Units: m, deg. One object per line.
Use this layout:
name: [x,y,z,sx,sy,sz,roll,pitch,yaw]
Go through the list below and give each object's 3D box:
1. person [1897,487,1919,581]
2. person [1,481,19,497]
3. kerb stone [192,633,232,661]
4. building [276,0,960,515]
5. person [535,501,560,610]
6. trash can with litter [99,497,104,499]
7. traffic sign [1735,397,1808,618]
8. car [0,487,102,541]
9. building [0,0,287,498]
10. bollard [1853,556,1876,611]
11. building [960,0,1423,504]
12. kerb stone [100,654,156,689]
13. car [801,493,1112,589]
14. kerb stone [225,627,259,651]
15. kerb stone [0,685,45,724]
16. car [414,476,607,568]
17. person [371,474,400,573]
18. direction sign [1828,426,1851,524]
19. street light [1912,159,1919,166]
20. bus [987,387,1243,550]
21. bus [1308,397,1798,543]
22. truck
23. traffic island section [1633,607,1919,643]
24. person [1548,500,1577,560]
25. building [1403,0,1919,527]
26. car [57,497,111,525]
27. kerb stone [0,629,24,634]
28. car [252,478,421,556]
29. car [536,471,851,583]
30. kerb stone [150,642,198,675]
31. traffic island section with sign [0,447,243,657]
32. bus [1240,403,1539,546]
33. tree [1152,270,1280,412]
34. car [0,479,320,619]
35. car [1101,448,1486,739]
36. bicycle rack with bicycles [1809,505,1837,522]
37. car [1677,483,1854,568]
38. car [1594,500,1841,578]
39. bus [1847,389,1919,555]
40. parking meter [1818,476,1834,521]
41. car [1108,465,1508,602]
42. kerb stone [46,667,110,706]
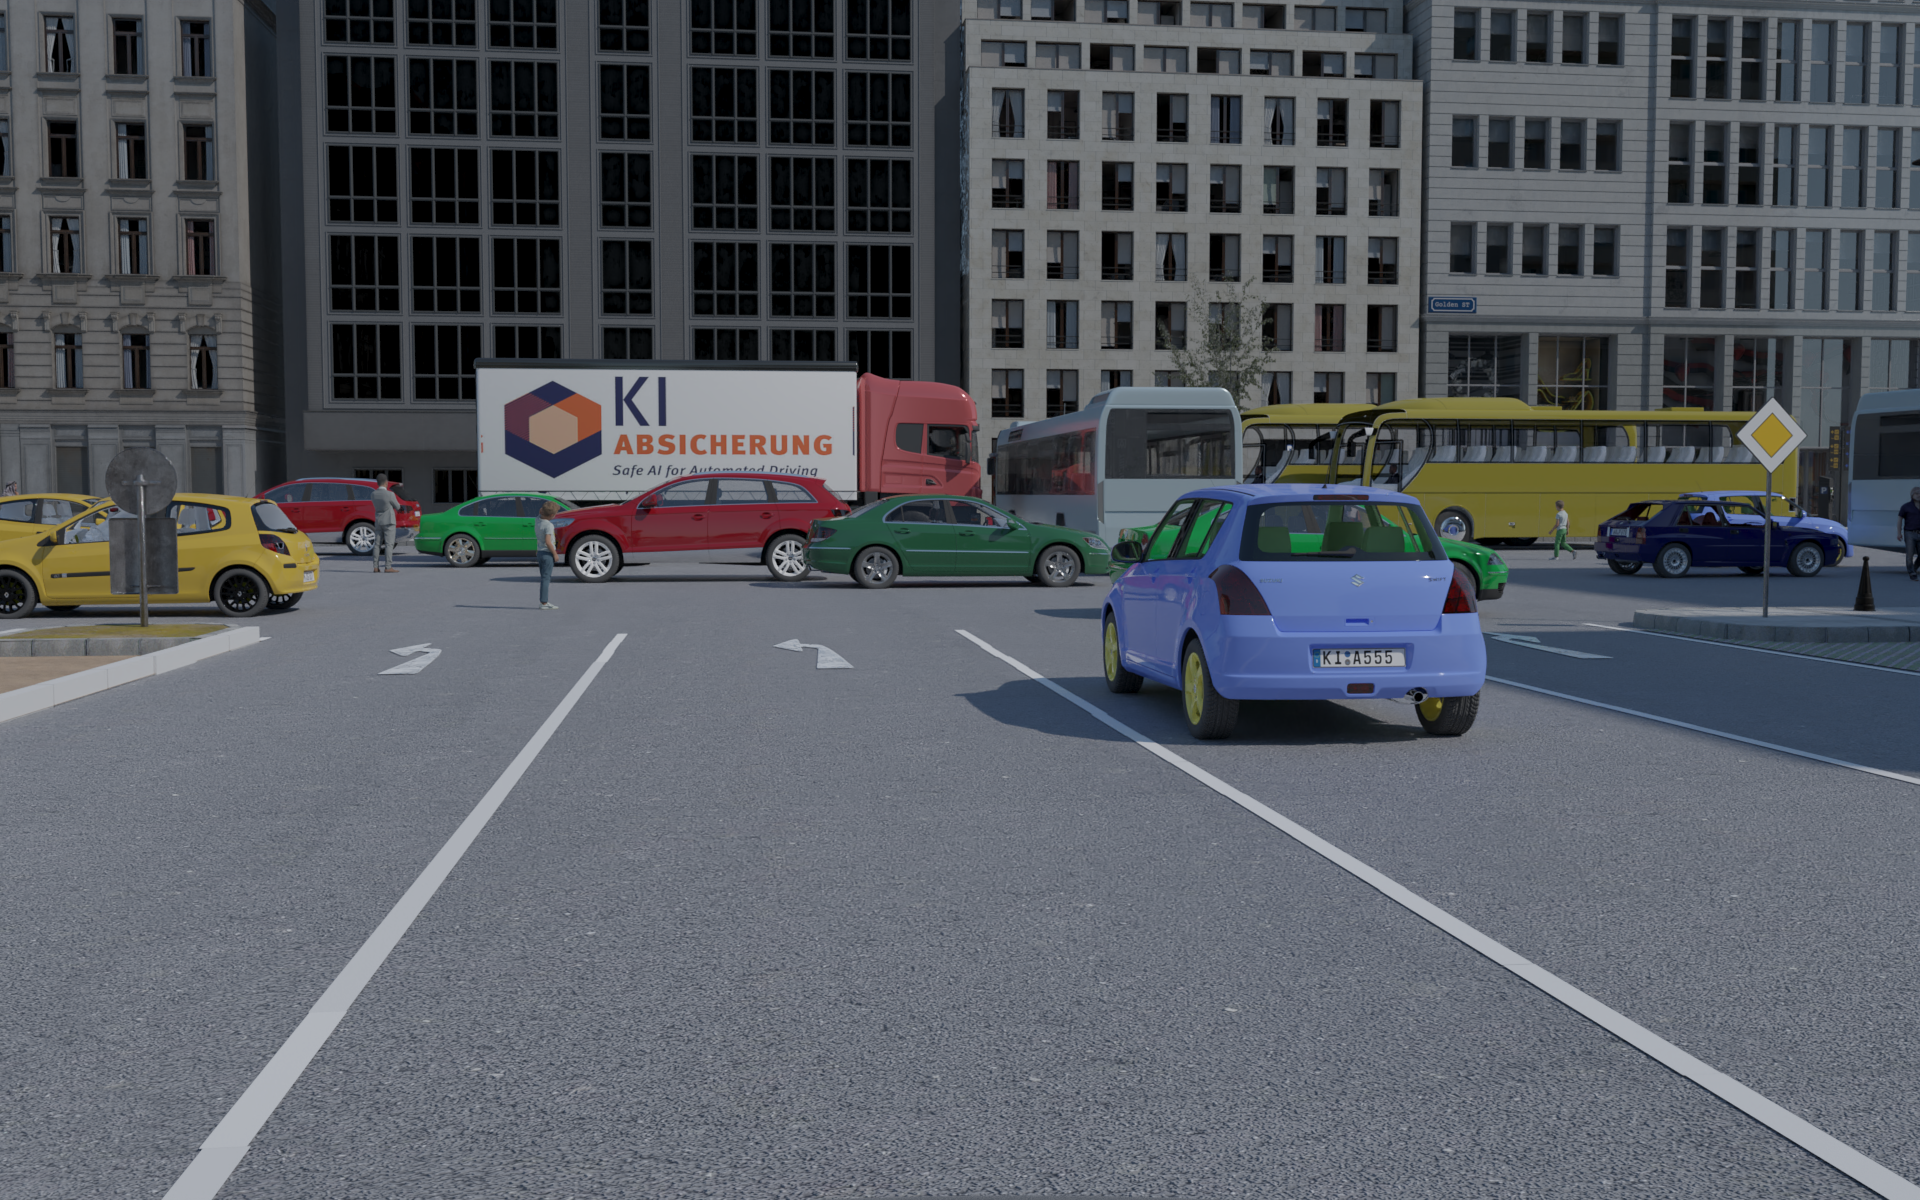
person: [15.834,-1.095,28.605,0.569,1.553,0.471,3,5,42]
person: [-22.587,-1.964,41.276,0.621,1.740,0.551,-2,4,-31]
kerb stone: [-6.639,0.426,15.237,0.120,0.150,1.000,0,4,-8]
building: [-12.493,-16.719,66.857,24.014,27.812,14.314,0,4,-8]
person: [-5.136,-0.560,21.565,0.435,1.345,0.340,3,4,38]
trash can with litter: [-40.579,-4.237,80.667,1.055,1.170,0.624,0,4,3]
traffic sign: [8.369,-0.875,17.943,0.795,2.450,0.064,0,4,-8]
car: [-15.363,-1.232,30.366,3.980,1.641,2.015,0,4,-8]
building: [-33.708,-13.009,61.848,18.267,20.994,9.793,0,4,-8]
bollard: [9.937,-0.182,19.012,0.229,0.601,0.229,0,3,0]
building: [7.995,-13.045,68.035,16.860,20.320,10.420,0,4,-8]
kerb stone: [-6.376,0.550,13.197,0.120,0.150,1.000,0,4,-8]
car: [-0.030,-0.939,27.152,4.920,1.459,2.131,-1,4,-8]
kerb stone: [-6.776,0.363,16.260,0.120,0.150,1.000,0,4,-8]
kerb stone: [-6.096,0.675,11.152,0.120,0.150,1.000,0,4,-8]
car: [-8.406,-1.574,34.536,4.718,1.807,1.959,0,4,-6]
person: [-10.494,-1.407,31.680,0.511,1.800,0.466,0,4,5]
direction sign: [29.441,-4.030,57.884,0.876,3.537,0.379,0,4,-5]
street light: [10.472,-2.754,17.817,0.468,5.910,1.993,0,4,-8]
bus: [2.797,-2.541,36.406,2.948,3.499,13.247,0,4,-7]
bus: [15.417,-3.273,45.057,12.252,3.916,2.896,-1,4,-8]
truck: [-4.547,-2.974,37.533,11.283,4.237,2.839,0,4,-7]
traffic island section: [8.391,0.260,18.023,2.009,0.180,2.903,0,4,-8]
person: [13.068,-1.515,37.523,0.590,1.304,0.306,2,4,31]
building: [31.174,-17.946,70.905,29.804,29.767,11.434,0,4,-8]
car: [-11.794,-0.909,25.078,2.015,1.641,3.980,0,4,-6]
kerb stone: [-8.858,0.379,16.006,0.120,0.150,1.000,0,4,-8]
car: [-15.384,-1.966,40.811,5.304,1.827,2.281,0,4,-6]
car: [-4.372,-1.241,28.965,5.304,1.827,2.281,0,4,-7]
kerb stone: [-6.495,0.488,14.220,0.120,0.150,1.000,0,4,-8]
traffic island section with sign: [-7.818,-0.489,16.129,2.006,1.907,1.989,0,4,-8]
bus: [12.487,-3.457,48.068,12.252,3.916,2.896,-1,4,-9]
tree: [8.407,-6.476,56.239,4.360,8.622,3.978,0,3,0]
car: [-9.808,-0.641,20.701,3.980,1.641,2.015,0,4,-6]
car: [2.033,-0.116,11.490,1.945,1.707,3.694,0,4,-7]
bicycle rack with bicycles: [27.533,-2.705,57.607,2.925,0.926,2.852,-1,4,-23]
car: [15.939,-1.536,34.700,3.694,1.707,1.945,0,4,-7]
car: [13.294,-1.091,30.415,3.894,1.354,1.945,-1,4,-9]
bus: [23.202,-2.249,31.634,13.247,3.499,2.948,0,4,-7]
parking meter: [27.732,-3.044,55.476,0.255,1.863,0.399,-3,4,-38]
car: [4.157,-0.721,20.586,4.718,1.807,1.959,0,4,-8]
kerb stone: [-6.237,0.613,12.175,0.120,0.150,1.000,0,4,-8]
